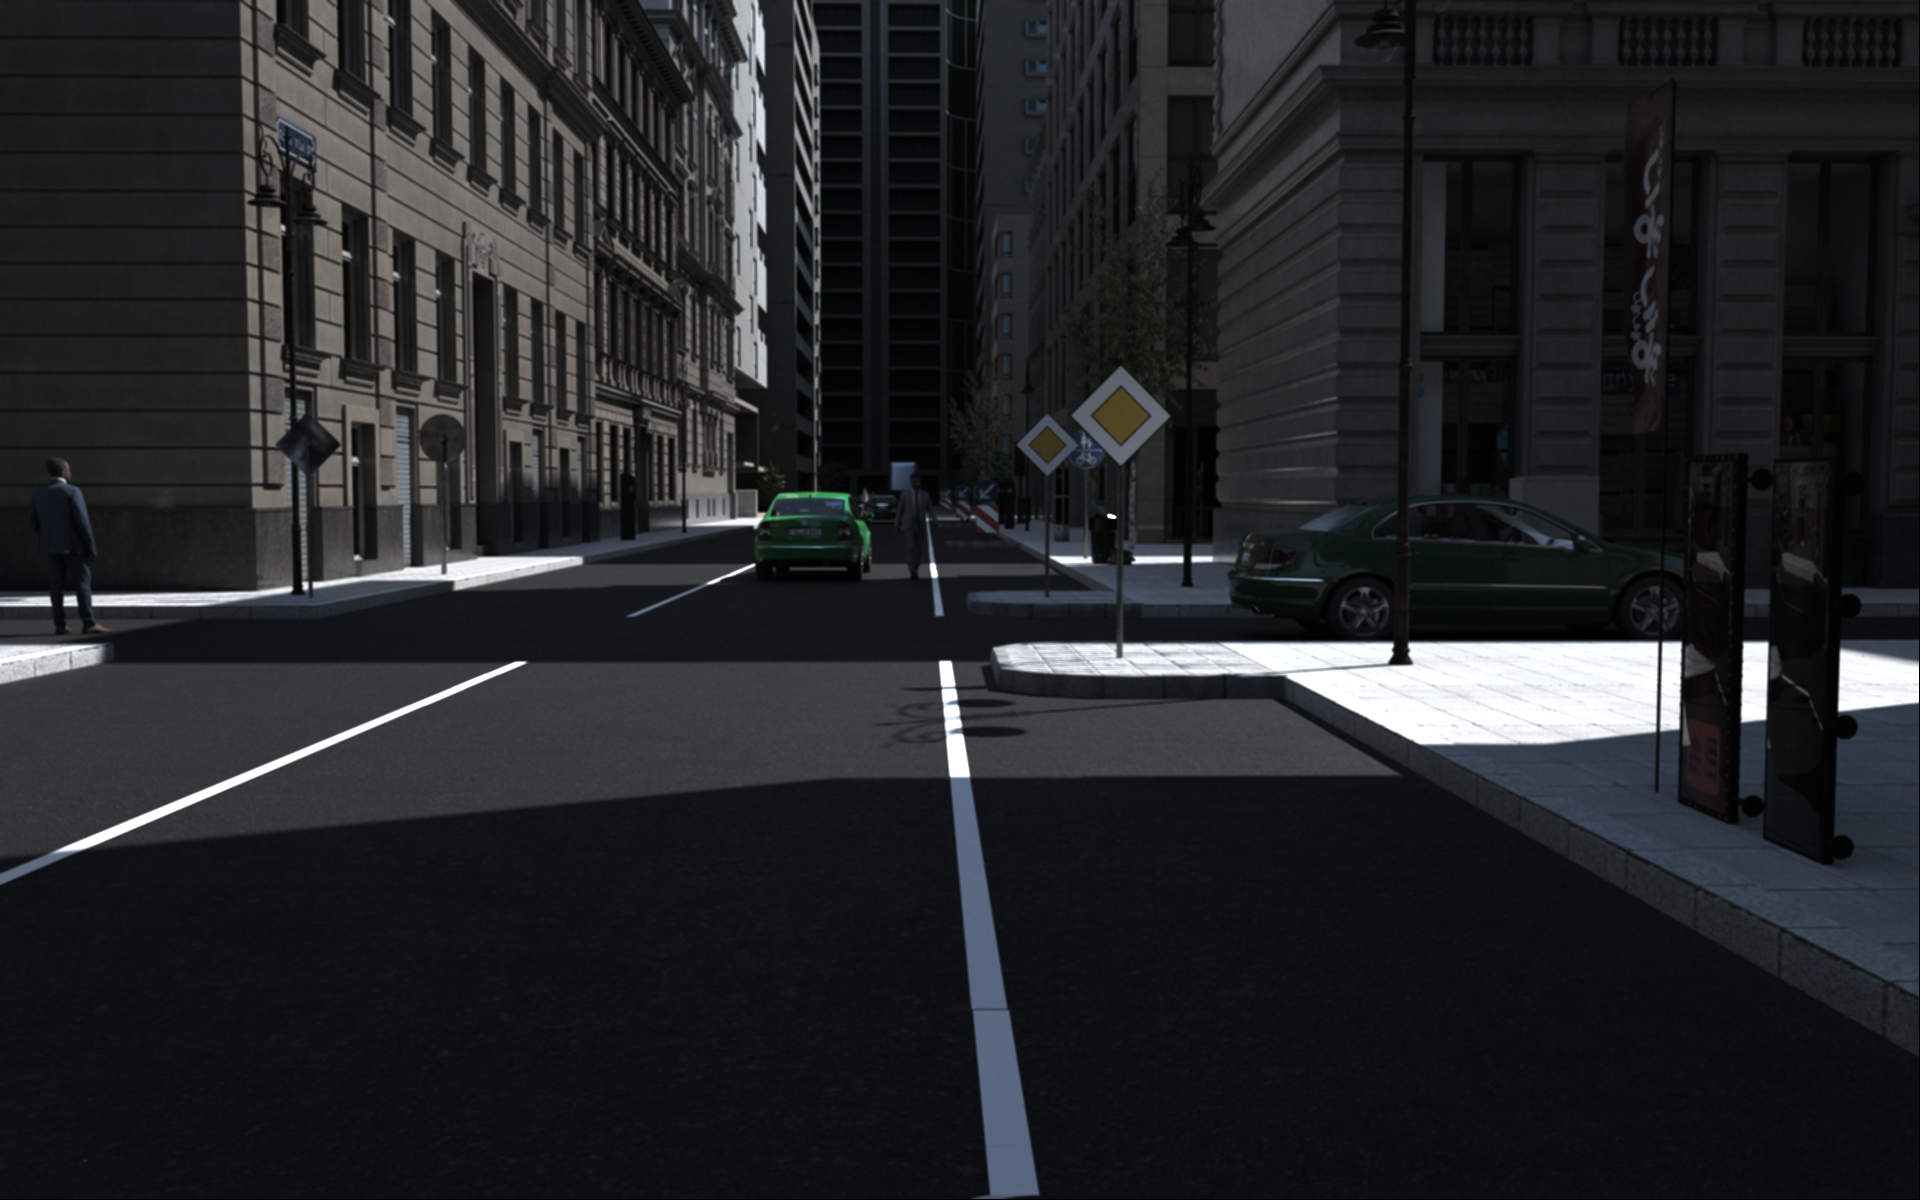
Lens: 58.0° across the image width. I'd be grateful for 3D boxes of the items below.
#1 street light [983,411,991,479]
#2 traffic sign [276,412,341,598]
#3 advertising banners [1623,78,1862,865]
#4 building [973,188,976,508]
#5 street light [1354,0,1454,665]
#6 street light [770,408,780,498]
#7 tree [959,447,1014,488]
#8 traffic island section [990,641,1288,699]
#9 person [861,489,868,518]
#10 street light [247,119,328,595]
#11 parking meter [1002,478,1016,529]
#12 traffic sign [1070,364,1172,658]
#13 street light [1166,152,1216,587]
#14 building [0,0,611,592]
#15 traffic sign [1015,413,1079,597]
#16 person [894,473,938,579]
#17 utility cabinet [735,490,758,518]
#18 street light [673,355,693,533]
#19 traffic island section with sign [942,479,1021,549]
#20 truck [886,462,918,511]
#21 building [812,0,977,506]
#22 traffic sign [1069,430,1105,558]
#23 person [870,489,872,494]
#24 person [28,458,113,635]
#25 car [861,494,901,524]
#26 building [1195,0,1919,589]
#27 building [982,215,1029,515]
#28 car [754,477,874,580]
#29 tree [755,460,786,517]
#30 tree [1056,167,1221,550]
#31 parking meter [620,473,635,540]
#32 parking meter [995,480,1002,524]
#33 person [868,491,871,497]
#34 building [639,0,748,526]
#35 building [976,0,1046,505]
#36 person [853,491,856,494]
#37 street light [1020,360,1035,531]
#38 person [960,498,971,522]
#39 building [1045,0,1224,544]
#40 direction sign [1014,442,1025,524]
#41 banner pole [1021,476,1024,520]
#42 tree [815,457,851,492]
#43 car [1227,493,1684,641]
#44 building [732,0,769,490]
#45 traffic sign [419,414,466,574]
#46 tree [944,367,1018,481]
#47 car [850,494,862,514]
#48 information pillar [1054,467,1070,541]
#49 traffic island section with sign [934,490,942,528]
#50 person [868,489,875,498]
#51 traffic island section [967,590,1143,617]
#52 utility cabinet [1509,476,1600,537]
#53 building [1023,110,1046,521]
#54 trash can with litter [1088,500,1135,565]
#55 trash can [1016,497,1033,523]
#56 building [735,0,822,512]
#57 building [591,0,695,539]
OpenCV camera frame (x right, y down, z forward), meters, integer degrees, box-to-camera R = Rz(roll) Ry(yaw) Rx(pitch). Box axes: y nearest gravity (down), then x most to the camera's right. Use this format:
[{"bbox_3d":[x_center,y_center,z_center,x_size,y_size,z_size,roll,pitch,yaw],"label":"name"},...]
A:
[{"bbox_3d":[1.508,-7.544,96.130,0.468,5.910,1.993,0,4,-1],"label":"street light"},{"bbox_3d":[-8.012,-1.081,21.318,0.795,2.450,0.064,0,4,-1],"label":"traffic sign"},{"bbox_3d":[3.002,-0.652,6.845,0.090,3.025,2.074,0,3,0],"label":"advertising banners"},{"bbox_3d":[8.230,-24.042,164.789,14.160,30.474,14.107,0,4,-1],"label":"building"},{"bbox_3d":[3.326,-2.453,12.893,0.468,5.910,1.993,0,4,-1],"label":"street light"},{"bbox_3d":[-9.955,-7.365,93.213,0.468,5.910,1.993,0,4,-1],"label":"street light"},{"bbox_3d":[1.634,-7.430,105.199,4.285,4.588,4.351,0,3,0],"label":"tree"},{"bbox_3d":[1.270,0.532,13.581,2.009,0.180,2.903,0,4,-1],"label":"traffic island section"},{"bbox_3d":[-5.460,-5.499,99.075,0.621,1.740,0.551,-1,4,-13],"label":"person"},{"bbox_3d":[-8.446,-3.005,21.914,0.468,5.910,1.993,0,4,-1],"label":"street light"},{"bbox_3d":[1.854,-3.561,63.929,0.399,1.863,0.255,0,4,1],"label":"parking meter"},{"bbox_3d":[1.246,-0.603,13.503,0.795,2.450,0.064,0,4,-1],"label":"traffic sign"},{"bbox_3d":[3.158,-3.125,23.881,0.468,5.910,1.993,0,4,-1],"label":"street light"},{"bbox_3d":[-15.167,-14.480,34.007,12.463,27.353,25.104,0,4,-1],"label":"building"},{"bbox_3d":[1.080,-1.091,21.487,0.795,2.450,0.064,0,4,-1],"label":"traffic sign"},{"bbox_3d":[-0.750,-1.251,29.229,0.678,1.792,0.850,-1,4,-13],"label":"person"},{"bbox_3d":[-11.518,-5.179,93.361,1.173,1.500,0.318,1,4,12],"label":"utility cabinet"},{"bbox_3d":[-9.194,-5.186,57.579,0.468,5.910,1.993,0,4,-1],"label":"street light"},{"bbox_3d":[0.587,-2.316,46.491,1.989,1.847,2.006,0,4,-1],"label":"traffic island section with sign"},{"bbox_3d":[-4.517,-9.117,138.817,2.967,4.110,18.799,0,4,-2],"label":"truck"},{"bbox_3d":[-6.143,-45.932,189.238,20.611,71.187,20.563,0,4,-1],"label":"building"},{"bbox_3d":[2.510,-2.105,34.517,0.768,2.556,0.104,0,4,3],"label":"traffic sign"},{"bbox_3d":[-8.087,-9.194,158.450,1.348,1.869,0.705,-2,4,-32],"label":"person"},{"bbox_3d":[-9.120,-0.550,17.682,0.721,1.800,0.419,0,3,0],"label":"person"},{"bbox_3d":[-3.733,-4.392,83.607,2.131,1.459,4.920,0,4,-2],"label":"car"},{"bbox_3d":[14.118,-12.147,27.486,19.941,23.489,11.050,0,4,-1],"label":"building"},{"bbox_3d":[15.823,-16.950,122.171,27.650,21.520,28.899,0,4,-1],"label":"building"},{"bbox_3d":[-2.516,-1.318,30.342,1.959,1.807,4.718,0,4,0],"label":"car"},{"bbox_3d":[-10.672,-6.261,96.975,1.663,3.219,1.824,0,3,0],"label":"tree"},{"bbox_3d":[4.056,-5.486,40.051,4.737,8.622,4.395,0,3,0],"label":"tree"},{"bbox_3d":[-9.264,-2.606,48.318,0.255,1.863,0.399,2,4,27],"label":"parking meter"},{"bbox_3d":[1.681,-4.130,73.237,0.255,1.863,0.399,3,5,42],"label":"parking meter"},{"bbox_3d":[-7.932,-8.617,150.095,0.721,1.736,1.217,-2,4,-27],"label":"person"},{"bbox_3d":[-17.467,-17.742,77.465,14.401,28.519,23.554,0,4,-1],"label":"building"},{"bbox_3d":[12.318,-31.975,146.498,21.300,48.544,21.600,0,4,-1],"label":"building"},{"bbox_3d":[-8.995,-8.357,145.927,0.721,1.735,1.217,3,4,38],"label":"person"},{"bbox_3d":[2.337,-5.339,60.083,0.468,5.910,1.993,0,4,-1],"label":"street light"},{"bbox_3d":[0.254,-4.879,88.082,0.655,1.846,0.447,-2,4,-29],"label":"person"},{"bbox_3d":[13.788,-15.677,60.834,19.350,26.468,34.151,0,4,-1],"label":"building"},{"bbox_3d":[2.588,-5.075,74.977,0.379,3.537,0.876,2,4,32],"label":"direction sign"},{"bbox_3d":[3.001,-5.838,85.472,0.401,3.779,0.863,0,4,8],"label":"banner pole"},{"bbox_3d":[-11.247,-10.365,153.178,4.285,4.588,4.351,0,3,0],"label":"tree"},{"bbox_3d":[5.172,-0.341,17.372,4.920,1.459,2.131,0,4,-2],"label":"car"},{"bbox_3d":[-30.288,-36.987,193.976,27.495,52.752,28.713,0,4,-1],"label":"building"},{"bbox_3d":[-8.255,-1.684,27.638,0.768,2.556,0.104,0,4,5],"label":"traffic sign"},{"bbox_3d":[1.282,-9.142,99.826,4.360,8.622,3.978,0,3,0],"label":"tree"},{"bbox_3d":[-6.886,-6.245,111.894,2.009,1.686,4.222,0,4,-1],"label":"car"},{"bbox_3d":[2.767,-2.599,46.982,0.304,2.012,0.304,3,4,38],"label":"information pillar"},{"bbox_3d":[0.018,-3.999,74.016,1.989,1.847,2.006,0,4,-1],"label":"traffic island section with sign"},{"bbox_3d":[-5.242,-5.770,103.546,1.217,1.736,0.721,3,4,38],"label":"person"},{"bbox_3d":[1.104,0.044,21.564,2.009,0.180,2.903,0,4,-1],"label":"traffic island section"},{"bbox_3d":[7.481,-0.806,21.862,1.173,1.500,0.318,-1,4,-22],"label":"utility cabinet"},{"bbox_3d":[8.550,-14.551,87.057,9.793,20.994,18.267,0,4,-1],"label":"building"},{"bbox_3d":[2.826,-1.245,31.744,0.624,1.170,1.055,-2,4,-33],"label":"trash can with litter"},{"bbox_3d":[2.877,-4.037,77.656,0.748,1.137,0.748,0,3,0],"label":"trash can"},{"bbox_3d":[-24.034,-32.803,160.031,21.600,48.544,21.300,0,4,-1],"label":"building"},{"bbox_3d":[-15.128,-11.730,56.417,10.561,19.102,19.286,0,4,-1],"label":"building"}]
